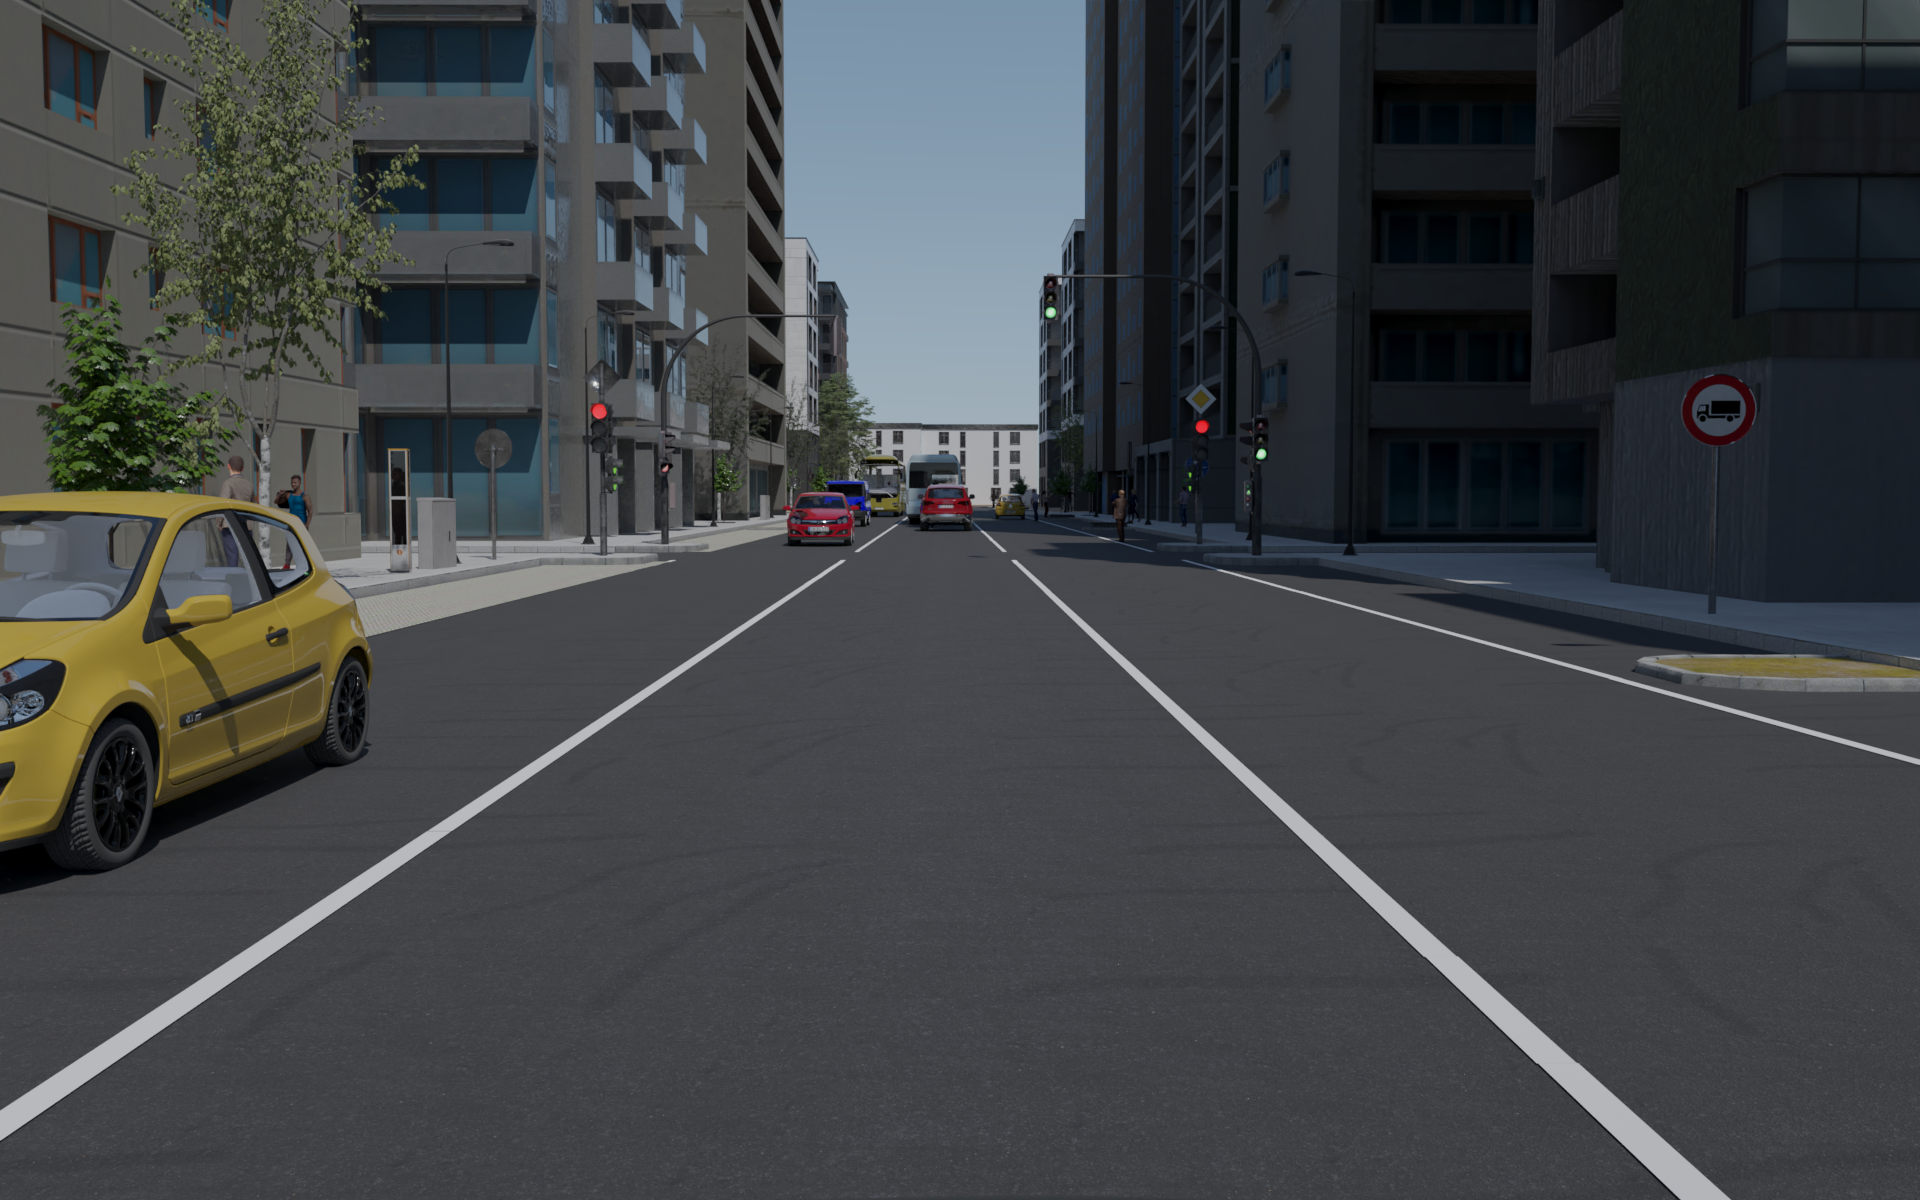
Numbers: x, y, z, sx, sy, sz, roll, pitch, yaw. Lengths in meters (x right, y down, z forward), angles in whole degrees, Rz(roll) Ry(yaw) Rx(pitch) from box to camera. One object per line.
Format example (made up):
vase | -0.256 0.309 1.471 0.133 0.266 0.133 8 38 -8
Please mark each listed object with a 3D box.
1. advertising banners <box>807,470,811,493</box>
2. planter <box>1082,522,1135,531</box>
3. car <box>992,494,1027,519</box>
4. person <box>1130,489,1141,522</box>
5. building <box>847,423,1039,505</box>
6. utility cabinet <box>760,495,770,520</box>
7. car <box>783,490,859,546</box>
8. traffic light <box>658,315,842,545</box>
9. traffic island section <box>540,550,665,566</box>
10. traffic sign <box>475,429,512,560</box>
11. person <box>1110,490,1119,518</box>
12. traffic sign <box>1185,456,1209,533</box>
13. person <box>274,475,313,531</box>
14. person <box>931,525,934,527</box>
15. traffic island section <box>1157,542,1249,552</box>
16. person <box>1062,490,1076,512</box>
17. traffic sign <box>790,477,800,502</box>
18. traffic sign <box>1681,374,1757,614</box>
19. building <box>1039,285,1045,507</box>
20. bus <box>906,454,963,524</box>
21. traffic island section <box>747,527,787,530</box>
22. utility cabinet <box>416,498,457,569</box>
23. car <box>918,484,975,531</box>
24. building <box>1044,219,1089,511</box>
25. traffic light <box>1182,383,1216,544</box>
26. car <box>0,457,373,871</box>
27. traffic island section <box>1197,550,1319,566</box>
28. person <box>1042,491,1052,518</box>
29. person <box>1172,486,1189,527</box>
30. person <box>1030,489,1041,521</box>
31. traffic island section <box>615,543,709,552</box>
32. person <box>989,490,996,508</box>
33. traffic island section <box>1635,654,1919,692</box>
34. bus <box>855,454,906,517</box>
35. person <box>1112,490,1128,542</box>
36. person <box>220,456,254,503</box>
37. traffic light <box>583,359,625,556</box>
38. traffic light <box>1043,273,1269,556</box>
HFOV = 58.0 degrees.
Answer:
advertising banners | -9.953 -7.199 113.885 0.090 3.025 2.074 -1 4 -12
planter | 5.878 -2.921 68.900 1.991 0.319 1.994 0 4 -1
car | 2.863 -5.442 99.204 2.015 1.641 3.980 0 4 1
person | 7.940 -4.290 78.723 0.613 1.512 0.480 -3 5 -43
building | -4.630 -16.291 208.511 28.070 9.664 9.099 0 4 -1
utility cabinet | -9.687 -4.585 86.124 0.306 1.237 1.020 0 4 5
car | -3.918 -2.448 49.068 2.155 1.783 4.494 0 4 -2
traffic light | -5.383 -4.238 43.956 4.771 5.953 1.251 0 4 -1
traffic island section | -7.433 -0.842 36.049 2.009 0.180 2.903 0 4 -1
traffic sign | -9.085 -2.056 33.714 0.768 2.556 0.104 1 4 9
person | 8.438 -5.208 93.891 0.574 1.496 0.600 0 4 7
traffic sign | 7.694 -3.440 56.352 0.768 2.556 0.104 0 4 2
person | -10.926 -1.249 28.335 0.647 1.594 0.662 0 4 -5
person | -1.333 -4.007 74.708 0.600 1.739 0.565 2 4 25
traffic island section | 6.127 -1.339 44.167 2.009 0.180 2.903 0 4 -1
person | 7.785 -7.126 123.376 1.217 1.723 0.721 -2 4 -27
traffic sign | -9.745 -6.128 102.326 0.606 2.300 0.079 0 4 6
traffic sign | 8.054 -1.123 18.471 0.768 2.556 0.104 0 4 7
building | 21.897 -20.430 178.004 27.936 21.610 32.646 0 4 -1
bus | -1.270 -5.623 86.803 2.948 3.499 13.247 0 4 0
traffic island section | -7.445 -2.842 69.328 1.991 0.108 1.994 0 4 -1
utility cabinet | -9.051 -1.153 30.008 0.306 1.237 1.020 0 4 6
car | -0.540 -3.644 68.248 2.281 1.827 5.304 0 4 0
building | 22.262 -18.432 145.339 27.936 21.610 32.646 0 4 -1
traffic light | 6.087 -3.372 44.052 0.839 4.253 0.868 0 4 -1
car | -4.051 0.148 7.797 2.015 1.641 3.980 0 4 0
traffic island section | 6.208 -0.850 36.182 2.009 0.180 2.903 0 4 -1
person | 5.324 -5.850 105.610 0.517 1.644 0.566 -3 4 -36
person | 8.673 -3.627 67.309 0.435 1.587 0.963 3 5 41
person | 3.935 -5.023 91.566 0.756 1.711 0.436 -3 4 -36
traffic island section | -7.514 -1.330 44.034 2.009 0.180 2.903 0 4 -1
person | 3.414 -10.360 177.986 0.705 1.812 1.348 2 4 31
traffic island section | 6.425 0.570 13.548 1.991 0.108 1.994 0 4 -1
bus | -4.928 -7.329 111.372 2.896 3.916 12.252 0 4 0
person | 4.758 -2.503 51.700 0.482 1.546 0.388 -2 4 -32
person | -9.114 -0.920 21.621 0.750 1.759 0.617 3 4 38
traffic light | -7.393 -2.874 35.915 0.839 4.253 0.868 0 4 -1
traffic light | 4.077 -3.745 35.905 4.771 5.953 1.251 0 4 -1
